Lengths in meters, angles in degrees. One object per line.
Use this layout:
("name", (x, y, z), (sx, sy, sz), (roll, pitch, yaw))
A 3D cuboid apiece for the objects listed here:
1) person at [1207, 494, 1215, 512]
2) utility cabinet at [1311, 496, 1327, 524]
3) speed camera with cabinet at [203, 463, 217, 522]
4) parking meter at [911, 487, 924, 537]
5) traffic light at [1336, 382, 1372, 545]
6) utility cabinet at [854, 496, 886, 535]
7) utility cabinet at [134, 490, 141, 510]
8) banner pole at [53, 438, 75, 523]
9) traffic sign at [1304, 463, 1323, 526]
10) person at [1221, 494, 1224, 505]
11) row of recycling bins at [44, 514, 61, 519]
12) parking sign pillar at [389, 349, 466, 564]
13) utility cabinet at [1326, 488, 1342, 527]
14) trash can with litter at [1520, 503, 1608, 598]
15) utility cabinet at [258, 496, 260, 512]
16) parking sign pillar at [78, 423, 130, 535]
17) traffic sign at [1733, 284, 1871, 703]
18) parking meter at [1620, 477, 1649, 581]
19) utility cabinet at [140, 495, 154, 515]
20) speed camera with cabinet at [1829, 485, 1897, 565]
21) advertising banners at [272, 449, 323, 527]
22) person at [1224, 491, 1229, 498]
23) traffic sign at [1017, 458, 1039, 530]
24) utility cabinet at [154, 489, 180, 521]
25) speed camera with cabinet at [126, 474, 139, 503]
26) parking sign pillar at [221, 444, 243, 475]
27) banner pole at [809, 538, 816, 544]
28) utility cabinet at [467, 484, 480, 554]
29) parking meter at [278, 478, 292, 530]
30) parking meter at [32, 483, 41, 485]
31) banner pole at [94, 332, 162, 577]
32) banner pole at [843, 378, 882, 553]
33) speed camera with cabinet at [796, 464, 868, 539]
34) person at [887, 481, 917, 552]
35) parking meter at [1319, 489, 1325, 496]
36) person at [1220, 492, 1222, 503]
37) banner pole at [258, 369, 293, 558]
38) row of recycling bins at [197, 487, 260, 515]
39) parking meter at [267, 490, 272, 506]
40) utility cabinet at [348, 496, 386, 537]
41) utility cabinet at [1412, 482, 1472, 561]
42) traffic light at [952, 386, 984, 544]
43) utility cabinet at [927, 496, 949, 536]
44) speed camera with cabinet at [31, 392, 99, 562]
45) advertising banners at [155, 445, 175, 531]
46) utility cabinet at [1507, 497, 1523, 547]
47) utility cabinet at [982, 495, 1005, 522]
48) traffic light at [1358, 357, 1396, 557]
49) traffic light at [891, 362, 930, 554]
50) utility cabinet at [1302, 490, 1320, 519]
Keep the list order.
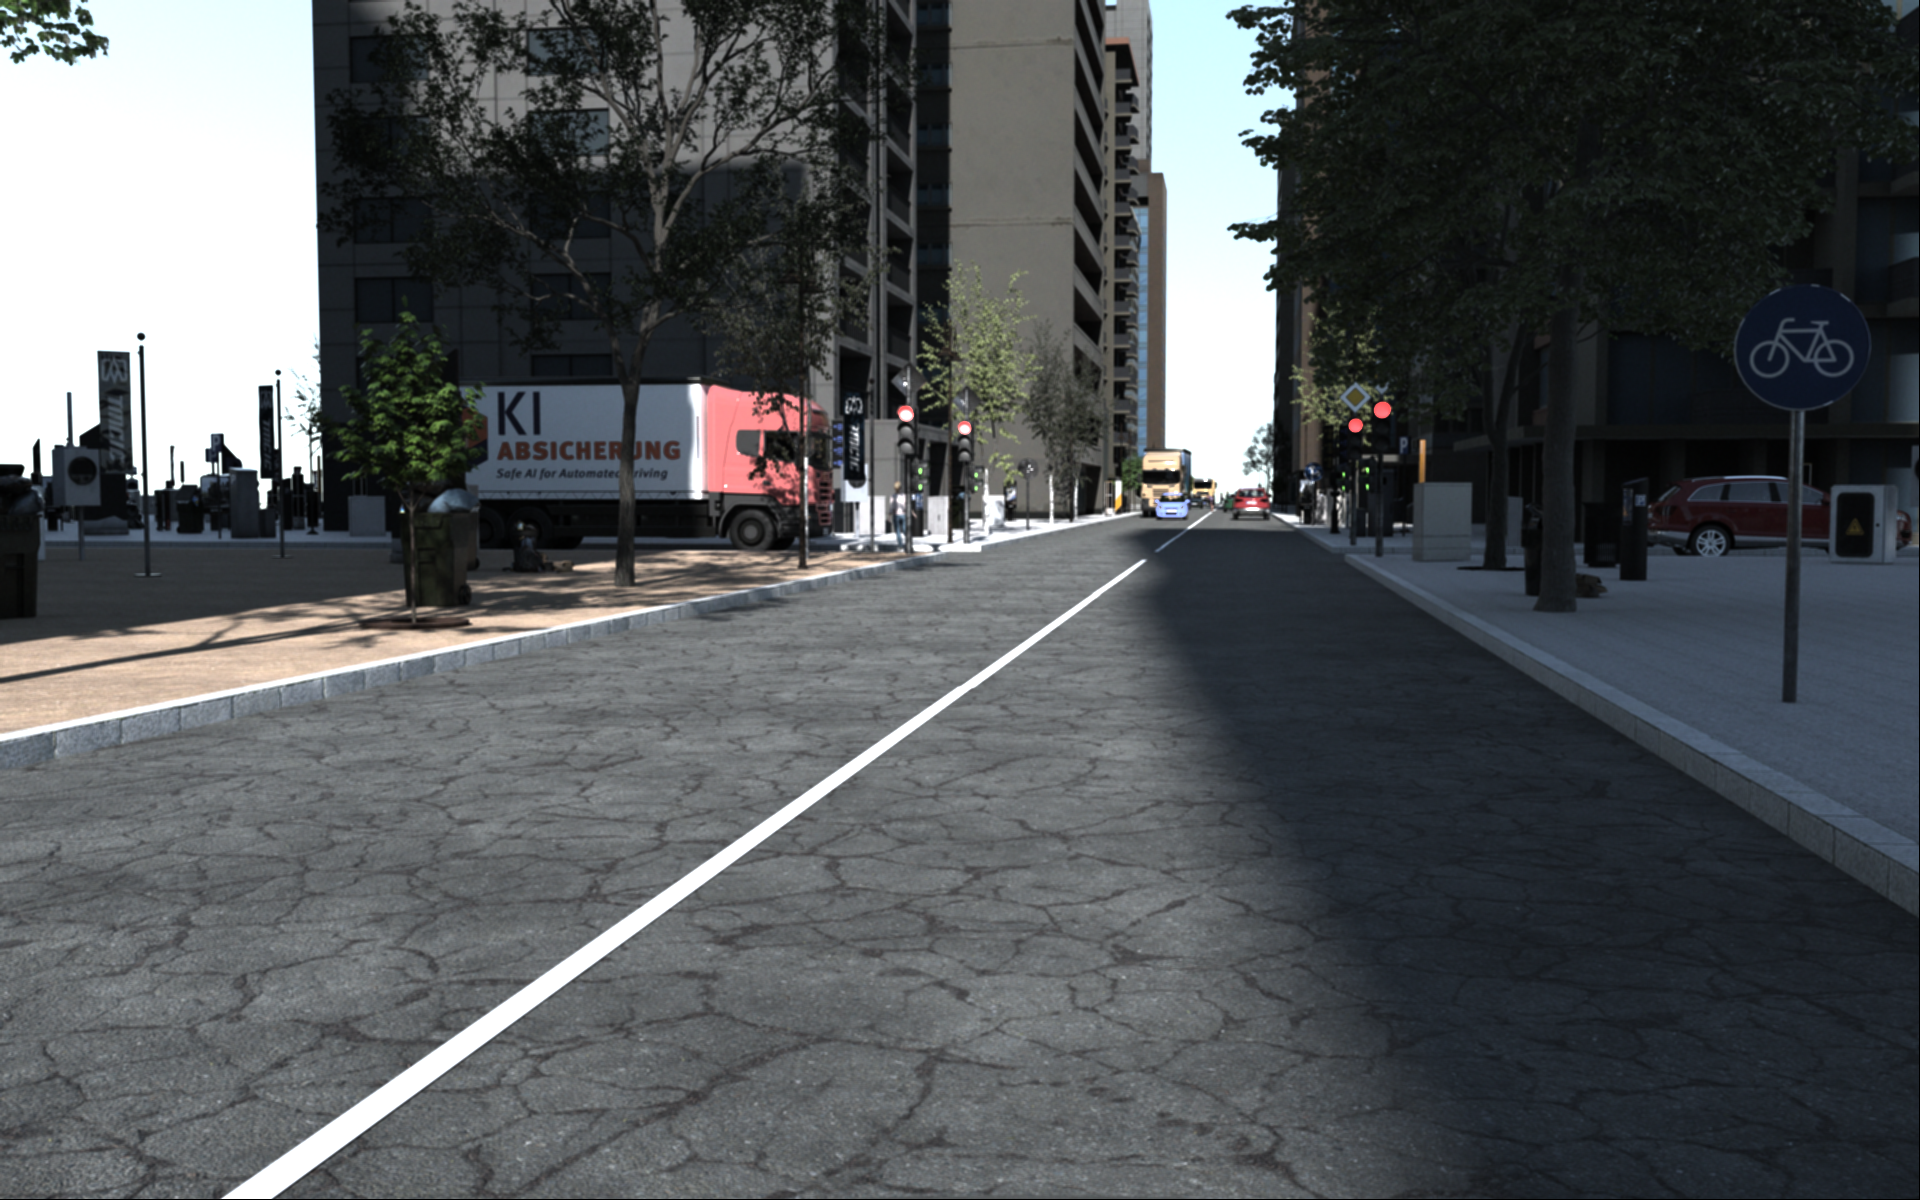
("person", (20.182, -7.808, 139.401), (0.697, 1.427, 0.421), (-1, 4, -16))
("utility cabinet", (15.473, -3.905, 75.006), (1.020, 1.237, 0.306), (-1, 4, -23))
("speed camera with cabinet", (-34.167, -5.172, 78.893), (0.660, 3.252, 2.038), (-1, 4, -22))
("parking meter", (-1.278, -2.642, 51.603), (0.372, 1.533, 0.369), (0, 3, 0))
("traffic light", (9.828, -3.323, 43.252), (0.839, 4.253, 0.868), (1, 4, 9))
("utility cabinet", (-2.874, -2.680, 54.982), (1.020, 1.237, 0.306), (-2, 4, -32))
("utility cabinet", (-45.359, -5.247, 94.469), (1.173, 1.500, 0.318), (0, 4, -4))
("banner pole", (-39.854, -5.320, 76.991), (0.401, 3.779, 0.863), (2, 4, 30))
("traffic sign", (14.323, -4.286, 70.175), (0.768, 2.556, 0.104), (1, 4, 9))
("person", (35.451, -13.592, 233.958), (0.599, 1.433, 0.991), (0, 4, -5))
("row of recycling bins", (-46.338, -5.051, 89.701), (1.069, 1.692, 3.534), (3, 5, 41))
("parking sign pillar", (-9.967, -2.689, 32.431), (1.447, 3.967, 1.447), (0, 4, 4))
("utility cabinet", (14.638, -3.611, 67.714), (0.318, 1.500, 1.173), (0, 4, -3))
("trash can with litter", (7.603, -0.635, 21.776), (1.055, 1.170, 0.624), (3, 5, 39))
("utility cabinet", (-24.693, -3.009, 60.354), (0.306, 1.237, 1.020), (0, 4, -4))
("parking sign pillar", (-26.929, -4.031, 54.378), (1.447, 3.967, 1.447), (-3, 4, -37))
("traffic sign", (5.116, -0.642, 10.606), (0.768, 2.556, 0.104), (1, 4, 13))
("parking meter", (10.034, -1.062, 25.774), (0.372, 1.533, 0.369), (0, 3, 0))
("utility cabinet", (-50.782, -5.937, 108.231), (0.306, 1.237, 1.020), (2, 4, 25))
("speed camera with cabinet", (16.949, -2.266, 31.388), (0.660, 3.252, 2.038), (-3, 5, -42))
("advertising banners", (-25.880, -4.353, 67.359), (0.090, 3.025, 2.074), (3, 5, 41))
("person", (31.350, -11.913, 203.282), (0.705, 1.822, 1.348), (-1, 4, -18))
("traffic sign", (2.420, -3.774, 61.805), (0.768, 2.556, 0.104), (1, 4, 11))
("utility cabinet", (-36.514, -4.353, 79.855), (1.173, 1.500, 0.318), (0, 4, 3))
("speed camera with cabinet", (-49.046, -6.525, 101.017), (2.038, 3.252, 0.660), (-2, 4, -28))
("parking sign pillar", (-38.436, -6.305, 91.564), (1.447, 3.967, 1.447), (1, 4, 13))
("banner pole", (-4.012, -3.376, 45.220), (0.401, 3.779, 0.863), (-1, 4, -15))
("utility cabinet", (-10.564, -1.688, 36.273), (0.318, 1.500, 1.173), (2, 4, 23))
("parking meter", (-24.028, -3.423, 61.674), (0.255, 1.863, 0.399), (3, 4, 38))
("parking meter", (-20.732, -1.853, 38.701), (0.372, 1.533, 0.369), (0, 3, 0))
("banner pole", (-12.859, -2.248, 26.775), (0.863, 3.779, 0.401), (-2, 4, -35))
("banner pole", (-2.130, -2.905, 37.511), (0.863, 3.779, 0.401), (1, 4, 8))
("speed camera with cabinet", (-3.696, -3.388, 49.730), (2.038, 3.252, 0.660), (-1, 4, -20))
("person", (-1.335, -2.021, 42.208), (0.731, 1.740, 0.598), (-3, 5, -44))
("parking meter", (17.489, -4.598, 83.588), (0.372, 1.533, 0.369), (0, 3, 0))
("person", (39.970, -15.618, 264.654), (0.445, 1.727, 0.742), (0, 4, 8))
("banner pole", (-13.867, -2.748, 34.950), (0.863, 3.779, 0.401), (2, 4, 31))
("row of recycling bins", (-41.512, -5.569, 98.169), (3.534, 1.692, 1.069), (-3, 5, -42))
("parking meter", (-39.910, -5.615, 100.214), (0.372, 1.533, 0.369), (0, 3, 0))
("utility cabinet", (-17.900, -2.515, 52.284), (1.020, 1.237, 0.306), (-2, 4, -30))
("utility cabinet", (9.220, -1.496, 33.142), (1.173, 1.500, 0.318), (-2, 4, -25))
("traffic light", (0.186, -3.416, 44.772), (0.839, 4.253, 0.868), (1, 4, 9))
("utility cabinet", (-0.638, -2.618, 53.968), (0.306, 1.237, 1.020), (-2, 4, -32))
("speed camera with cabinet", (-17.467, -2.356, 32.856), (0.660, 3.252, 2.038), (3, 4, 38))
("advertising banners", (-28.045, -3.976, 61.198), (0.090, 3.025, 2.074), (0, 4, -6))
("utility cabinet", (13.615, -1.915, 42.472), (0.306, 1.237, 1.020), (1, 4, 22))
("utility cabinet", (1.547, -4.185, 79.590), (1.020, 1.237, 0.306), (0, 4, 2))
("traffic light", (8.568, -2.841, 35.367), (0.839, 4.253, 0.868), (1, 4, 9))
("traffic light", (-1.074, -2.934, 36.886), (0.839, 4.253, 0.868), (1, 4, 9))
("utility cabinet", (17.624, -4.766, 86.610), (0.318, 1.500, 1.173), (-2, 4, -34))
